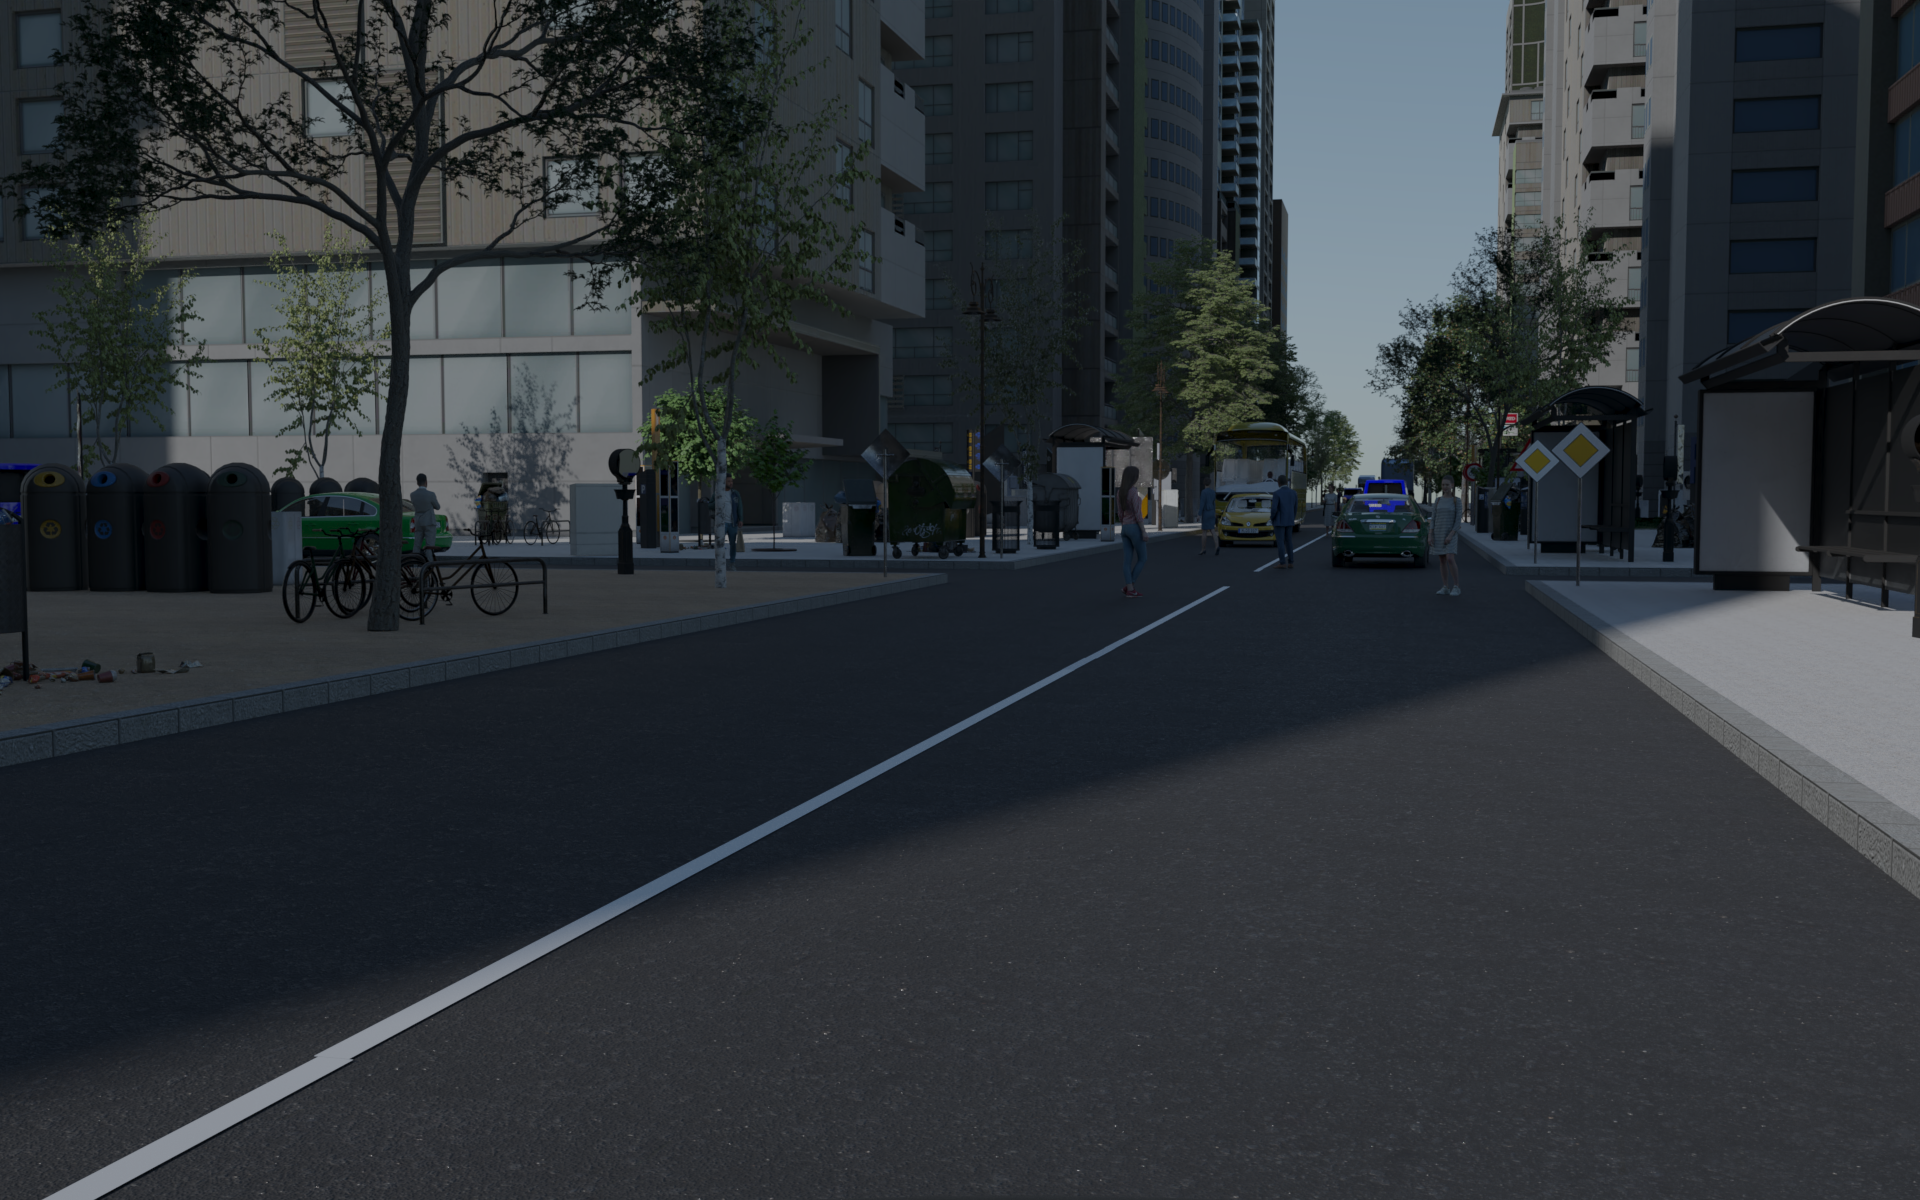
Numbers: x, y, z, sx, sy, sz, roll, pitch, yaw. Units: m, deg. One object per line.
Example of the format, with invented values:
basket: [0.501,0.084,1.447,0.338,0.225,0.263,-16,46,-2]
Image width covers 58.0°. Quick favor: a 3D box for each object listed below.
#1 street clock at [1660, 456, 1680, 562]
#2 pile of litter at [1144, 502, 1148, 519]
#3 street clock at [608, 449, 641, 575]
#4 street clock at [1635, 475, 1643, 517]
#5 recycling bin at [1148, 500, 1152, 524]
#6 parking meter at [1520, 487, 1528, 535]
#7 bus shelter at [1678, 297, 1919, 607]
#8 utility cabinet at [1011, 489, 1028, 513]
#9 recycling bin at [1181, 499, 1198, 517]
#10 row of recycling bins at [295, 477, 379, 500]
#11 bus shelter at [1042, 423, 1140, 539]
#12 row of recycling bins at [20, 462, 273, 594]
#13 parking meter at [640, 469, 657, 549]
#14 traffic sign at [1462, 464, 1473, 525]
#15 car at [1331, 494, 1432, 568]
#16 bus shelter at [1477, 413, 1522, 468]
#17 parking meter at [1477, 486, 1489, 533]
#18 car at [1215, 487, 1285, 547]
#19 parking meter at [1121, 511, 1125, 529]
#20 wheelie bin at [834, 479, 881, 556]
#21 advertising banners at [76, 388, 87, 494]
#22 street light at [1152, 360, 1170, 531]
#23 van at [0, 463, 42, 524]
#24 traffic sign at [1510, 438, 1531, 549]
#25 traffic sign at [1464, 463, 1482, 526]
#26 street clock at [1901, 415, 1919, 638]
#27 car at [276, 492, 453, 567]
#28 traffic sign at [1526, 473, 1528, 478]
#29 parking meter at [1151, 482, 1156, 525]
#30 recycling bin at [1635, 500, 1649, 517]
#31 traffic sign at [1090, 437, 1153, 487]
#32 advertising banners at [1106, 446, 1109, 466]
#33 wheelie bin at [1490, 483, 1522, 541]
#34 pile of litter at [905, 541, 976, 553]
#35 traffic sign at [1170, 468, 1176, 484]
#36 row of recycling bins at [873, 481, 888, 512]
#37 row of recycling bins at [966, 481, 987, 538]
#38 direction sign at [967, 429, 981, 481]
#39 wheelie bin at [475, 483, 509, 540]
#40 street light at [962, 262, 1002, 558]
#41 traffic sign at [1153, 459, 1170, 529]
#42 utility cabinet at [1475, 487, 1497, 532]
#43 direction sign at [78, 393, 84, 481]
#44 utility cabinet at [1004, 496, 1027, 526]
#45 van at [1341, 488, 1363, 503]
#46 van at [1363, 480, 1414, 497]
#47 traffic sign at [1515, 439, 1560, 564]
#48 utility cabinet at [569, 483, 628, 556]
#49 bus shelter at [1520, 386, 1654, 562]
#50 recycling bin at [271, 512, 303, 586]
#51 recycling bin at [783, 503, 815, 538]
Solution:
street clock: [13.422,-1.724,32.764,0.358,2.002,0.471,1,4,18]
pile of litter: [9.762,-4.674,90.387,1.719,0.858,1.176,1,4,12]
street clock: [-5.343,-1.410,27.631,0.358,2.002,0.471,3,5,44]
street clock: [25.471,-3.701,65.079,0.358,2.002,0.471,3,4,36]
recycling bin: [8.550,-3.779,74.335,0.722,1.027,0.722,3,4,36]
parking meter: [17.794,-2.811,54.376,0.372,1.533,0.369,0,3,0]
bus shelter: [9.957,-1.624,20.478,2.014,3.302,5.546,1,4,14]
utility cabinet: [2.990,-4.467,81.722,1.173,1.500,0.318,-2,4,-35]
recycling bin: [12.959,-5.225,97.977,0.722,1.027,0.722,-2,4,-23]
row of recycling bins: [-15.888,-2.147,42.214,3.534,1.692,1.069,-3,4,-36]
bus shelter: [4.007,-3.555,52.041,2.014,3.302,5.546,1,4,14]
row of recycling bins: [-10.755,-0.967,22.923,3.534,1.692,1.069,1,4,10]
parking meter: [-7.365,-2.151,40.874,0.255,1.863,0.399,-3,5,-39]
traffic sign: [21.061,-4.353,71.281,0.768,2.556,0.104,1,4,16]
car: [8.574,-1.428,35.144,2.131,1.459,4.920,1,4,16]
bus shelter: [25.850,-6.466,83.345,2.179,5.291,8.768,1,4,14]
parking meter: [17.240,-2.977,57.084,0.372,1.533,0.369,0,3,0]
car: [8.116,-2.308,47.956,2.015,1.641,3.980,1,4,13]
parking meter: [6.039,-3.322,62.729,0.372,1.533,0.369,0,3,0]
wheelie bin: [-2.144,-1.714,35.940,0.980,1.594,0.693,-1,4,-19]
advertising banners: [-14.996,-2.042,29.568,0.090,3.025,2.074,-2,4,-25]
street light: [6.969,-5.341,60.111,0.468,5.910,1.993,1,4,14]
van: [-20.972,-1.876,35.058,5.245,2.365,2.240,1,4,14]
traffic sign: [13.207,-2.456,40.166,0.884,2.594,0.081,1,4,21]
traffic sign: [20.823,-4.286,70.182,0.768,2.556,0.104,1,4,19]
street clock: [8.621,-0.661,15.371,0.471,2.002,0.358,0,4,4]
car: [-12.670,-1.602,34.990,4.718,1.807,1.959,1,4,12]
traffic sign: [22.803,-4.192,68.649,0.768,2.556,0.104,1,4,23]
parking meter: [8.078,-4.006,71.204,0.255,1.863,0.399,-2,4,-32]
recycling bin: [27.553,-3.550,70.604,0.722,1.027,0.722,-1,4,-9]
traffic sign: [5.753,-4.161,61.911,2.265,3.308,0.079,1,4,16]
advertising banners: [4.612,-3.908,60.079,0.090,3.025,2.074,3,4,37]
wheelie bin: [15.025,-2.431,47.649,0.693,1.594,0.980,-1,4,-10]
pile of litter: [-0.404,-1.485,38.248,1.176,0.858,1.719,-3,4,-38]
traffic sign: [8.243,-4.055,68.426,0.606,2.300,0.079,1,4,19]
row of recycling bins: [-2.322,-2.840,53.551,1.069,1.692,3.534,-3,5,-40]
row of recycling bins: [0.152,-2.749,52.063,1.069,1.692,3.534,1,4,9]
direction sign: [0.481,-4.198,60.633,0.379,3.537,0.876,-2,4,-32]
wheelie bin: [-12.985,-2.465,48.215,0.693,1.594,0.980,3,5,43]
street light: [0.447,-3.784,34.655,0.468,5.910,1.993,1,4,14]
traffic sign: [7.246,-3.846,62.990,0.768,2.556,0.104,1,4,19]
utility cabinet: [17.665,-3.014,57.956,0.318,1.500,1.173,-1,4,-12]
direction sign: [-19.810,-2.879,39.062,0.379,3.537,0.876,-2,4,-26]
utility cabinet: [2.170,-3.553,69.256,1.020,1.237,0.306,-1,4,-13]
van: [37.563,-9.848,165.406,2.240,2.365,5.245,1,4,14]
van: [18.829,-4.403,76.366,2.240,2.365,5.245,1,4,16]
traffic sign: [10.604,-1.726,31.869,0.795,2.450,0.064,1,4,14]
utility cabinet: [-7.503,-1.670,35.988,1.173,1.500,0.318,-3,4,-37]
bus shelter: [12.541,-2.515,35.049,2.014,3.302,5.546,1,4,14]
recycling bin: [-9.803,-0.735,24.575,0.722,1.027,0.722,0,4,-3]
recycling bin: [-4.789,-2.381,51.489,0.722,1.027,0.722,2,4,32]
